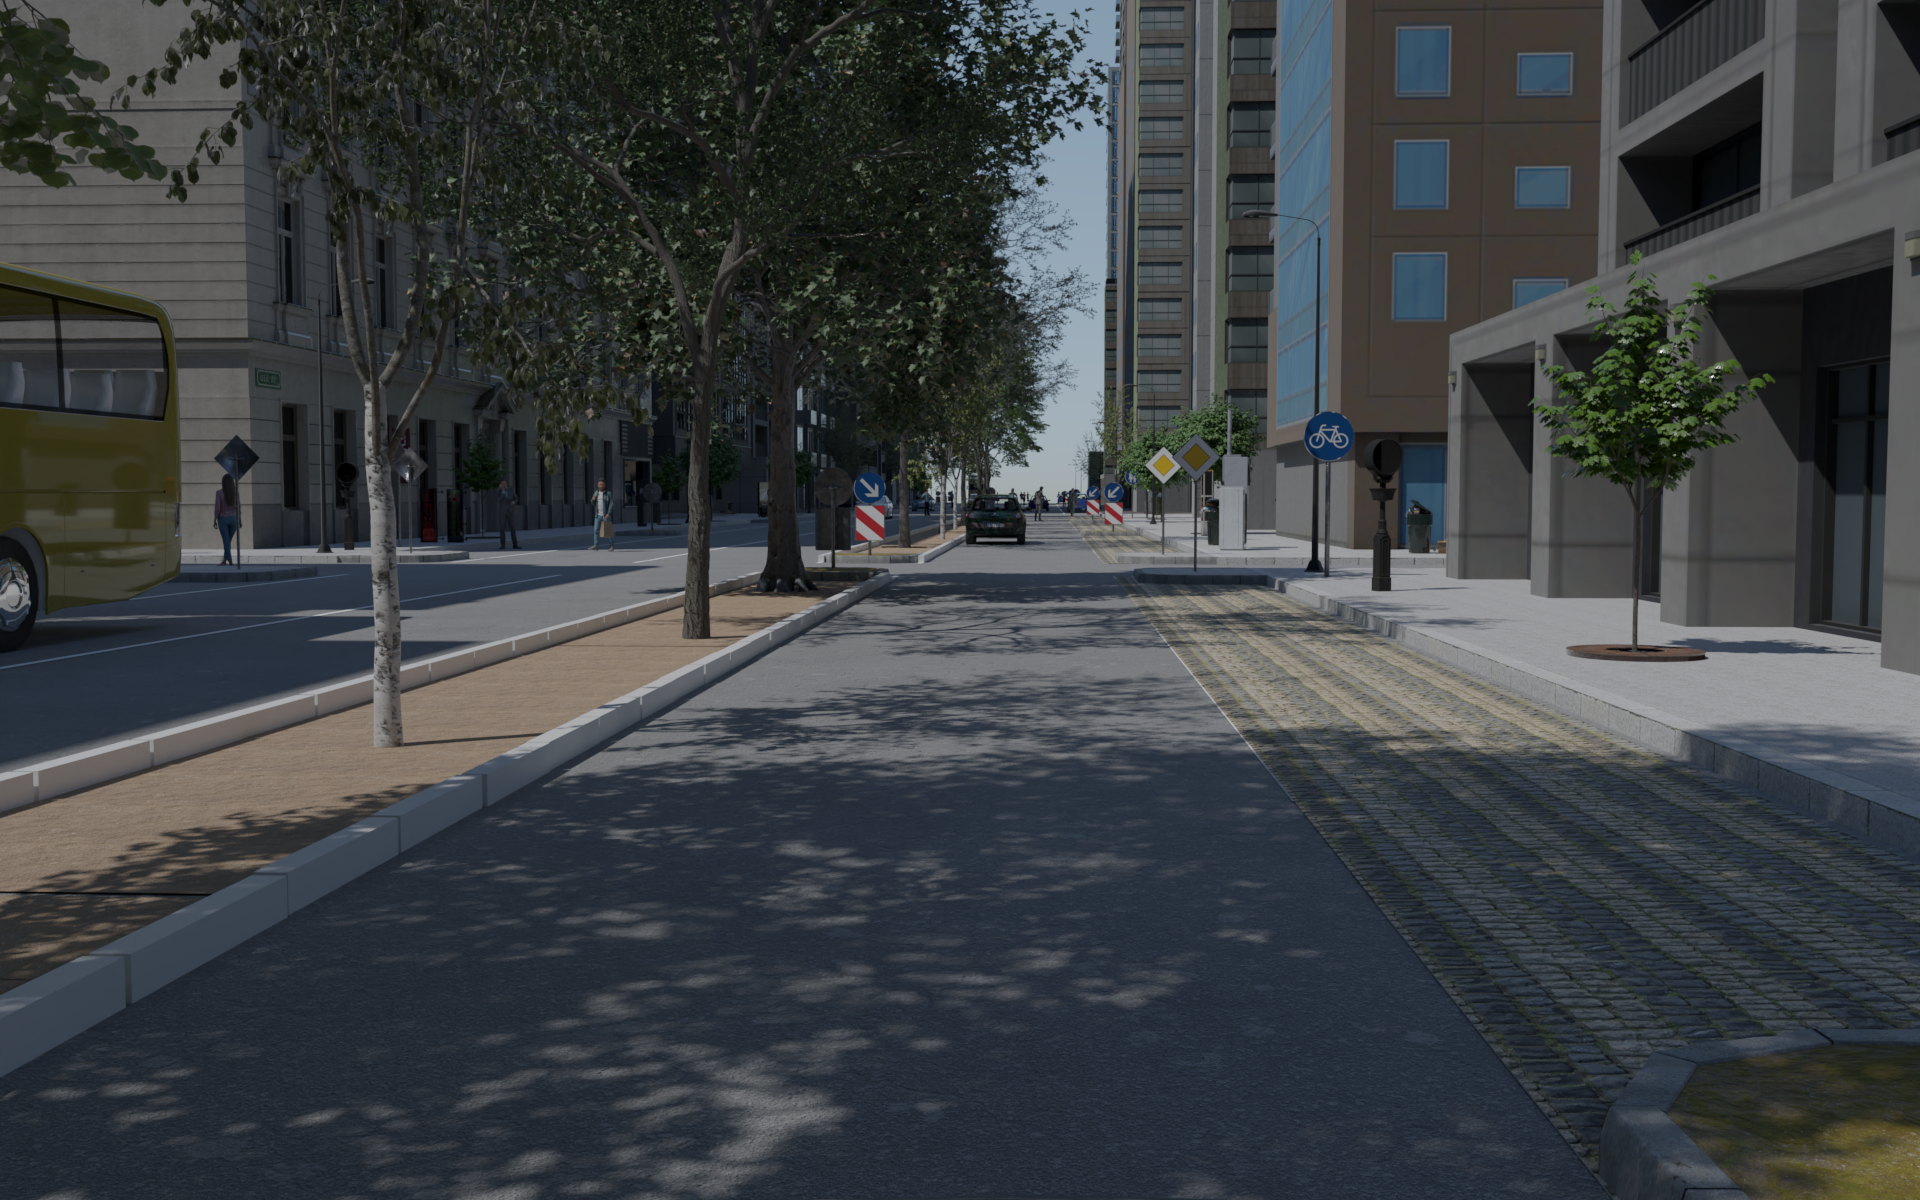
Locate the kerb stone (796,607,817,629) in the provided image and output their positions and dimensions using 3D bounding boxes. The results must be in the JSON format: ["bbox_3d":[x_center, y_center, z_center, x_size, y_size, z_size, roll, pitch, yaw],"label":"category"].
[{"bbox_3d":[-1.693,0.215,18.692,0.120,0.150,1.000,0,4,3],"label":"kerb stone"}]

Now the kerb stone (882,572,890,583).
[{"bbox_3d":[-1.234,-0.347,27.902,0.120,0.150,1.000,0,4,3],"label":"kerb stone"}]

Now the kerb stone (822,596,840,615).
[{"bbox_3d":[-1.588,0.090,20.734,0.120,0.150,1.000,0,4,3],"label":"kerb stone"}]

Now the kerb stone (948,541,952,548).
[{"bbox_3d":[-0.367,-1.383,44.814,0.120,0.150,1.000,0,4,3],"label":"kerb stone"}]

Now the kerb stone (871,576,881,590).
[{"bbox_3d":[-1.327,-0.217,25.850,0.120,0.150,1.000,0,4,3],"label":"kerb stone"}]

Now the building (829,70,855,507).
[{"bbox_3d":[-19.993,-33.750,175.518,21.300,48.544,21.600,0,4,3],"label":"building"}]

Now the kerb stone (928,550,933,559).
[{"bbox_3d":[-0.730,-0.945,37.643,0.120,0.150,1.000,0,4,3],"label":"kerb stone"}]

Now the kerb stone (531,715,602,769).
[{"bbox_3d":[-2.158,0.779,9.461,0.120,0.150,1.000,0,4,3],"label":"kerb stone"}]

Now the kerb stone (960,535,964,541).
[{"bbox_3d":[-0.054,-1.752,50.957,0.120,0.150,1.000,0,4,3],"label":"kerb stone"}]

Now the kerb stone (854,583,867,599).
[{"bbox_3d":[-1.429,-0.094,23.808,0.120,0.150,1.000,0,4,3],"label":"kerb stone"}]

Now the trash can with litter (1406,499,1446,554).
[{"bbox_3d":[10.175,-1.592,37.415,1.055,1.170,0.624,1,4,12],"label":"trash can with litter"}]

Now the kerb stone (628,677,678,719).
[{"bbox_3d":[-2.054,0.654,11.503,0.120,0.150,1.000,0,4,3],"label":"kerb stone"}]

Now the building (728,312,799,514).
[{"bbox_3d":[-22.373,-41.846,122.441,20.563,71.187,20.611,0,4,3],"label":"building"}]

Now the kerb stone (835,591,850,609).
[{"bbox_3d":[-1.533,0.027,21.761,0.120,0.150,1.000,0,4,3],"label":"kerb stone"}]

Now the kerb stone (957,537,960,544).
[{"bbox_3d":[-0.164,-1.633,48.900,0.120,0.150,1.000,0,4,3],"label":"kerb stone"}]

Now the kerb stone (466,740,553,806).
[{"bbox_3d":[-2.201,0.841,8.440,0.120,0.150,1.000,0,4,3],"label":"kerb stone"}]

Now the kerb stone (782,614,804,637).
[{"bbox_3d":[-1.743,0.277,17.661,0.120,0.150,1.000,0,4,3],"label":"kerb stone"}]

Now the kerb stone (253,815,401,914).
[{"bbox_3d":[-2.318,0.970,6.388,0.120,0.150,1.000,0,4,3],"label":"kerb stone"}]

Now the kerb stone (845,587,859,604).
[{"bbox_3d":[-1.482,-0.036,22.787,0.120,0.150,1.000,0,4,3],"label":"kerb stone"}]

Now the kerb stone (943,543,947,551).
[{"bbox_3d":[-0.468,-1.258,42.768,0.120,0.150,1.000,0,4,3],"label":"kerb stone"}]

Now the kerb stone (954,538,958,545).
[{"bbox_3d":[-0.207,-1.570,47.879,0.120,0.150,1.000,0,4,3],"label":"kerb stone"}]

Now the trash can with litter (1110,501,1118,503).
[{"bbox_3d":[9.883,-6.014,109.710,0.624,1.170,1.055,-1,4,-15],"label":"trash can with litter"}]

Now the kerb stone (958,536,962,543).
[{"bbox_3d":[-0.109,-1.695,49.929,0.120,0.150,1.000,0,4,3],"label":"kerb stone"}]

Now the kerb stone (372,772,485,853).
[{"bbox_3d":[-2.267,0.904,7.416,0.120,0.150,1.000,0,4,3],"label":"kerb stone"}]

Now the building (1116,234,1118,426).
[{"bbox_3d":[23.310,-32.252,177.432,14.600,45.320,14.200,0,4,3],"label":"building"}]

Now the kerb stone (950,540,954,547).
[{"bbox_3d":[-0.317,-1.444,45.835,0.120,0.150,1.000,0,4,3],"label":"kerb stone"}]

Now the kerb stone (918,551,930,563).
[{"bbox_3d":[-0.783,-0.882,36.609,0.120,0.150,1.000,0,4,3],"label":"kerb stone"}]

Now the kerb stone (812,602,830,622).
[{"bbox_3d":[-1.635,0.153,19.713,0.120,0.150,1.000,0,4,3],"label":"kerb stone"}]

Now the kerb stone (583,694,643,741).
[{"bbox_3d":[-2.111,0.716,10.482,0.120,0.150,1.000,0,4,3],"label":"kerb stone"}]

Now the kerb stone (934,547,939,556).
[{"bbox_3d":[-0.634,-1.070,39.687,0.120,0.150,1.000,0,4,3],"label":"kerb stone"}]

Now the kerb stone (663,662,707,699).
[{"bbox_3d":[-2.010,0.591,12.526,0.120,0.150,1.000,0,4,3],"label":"kerb stone"}]

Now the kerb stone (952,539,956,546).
[{"bbox_3d":[-0.270,-1.508,46.859,0.120,0.150,1.000,0,4,3],"label":"kerb stone"}]

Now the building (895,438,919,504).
[{"bbox_3d":[-16.844,-41.859,226.390,21.231,58.520,28.212,0,4,3],"label":"building"}]

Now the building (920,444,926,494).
[{"bbox_3d":[-16.347,-38.401,251.560,21.300,48.544,21.600,0,4,3],"label":"building"}]

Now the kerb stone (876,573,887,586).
[{"bbox_3d":[-1.276,-0.287,26.881,0.120,0.150,1.000,0,4,3],"label":"kerb stone"}]

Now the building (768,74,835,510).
[{"bbox_3d":[-22.905,-32.418,149.638,23.786,49.044,30.456,0,4,3],"label":"building"}]

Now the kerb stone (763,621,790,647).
[{"bbox_3d":[-1.794,0.341,16.640,0.120,0.150,1.000,0,4,3],"label":"kerb stone"}]

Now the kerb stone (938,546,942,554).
[{"bbox_3d":[-0.581,-1.132,40.708,0.120,0.150,1.000,0,4,3],"label":"kerb stone"}]

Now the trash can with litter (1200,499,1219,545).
[{"bbox_3d":[6.551,-1.965,43.515,0.624,1.170,1.055,3,5,43],"label":"trash can with litter"}]

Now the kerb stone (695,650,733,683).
[{"bbox_3d":[-1.952,0.528,13.555,0.120,0.150,1.000,0,4,3],"label":"kerb stone"}]

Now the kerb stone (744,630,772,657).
[{"bbox_3d":[-1.855,0.406,15.612,0.120,0.150,1.000,0,4,3],"label":"kerb stone"}]

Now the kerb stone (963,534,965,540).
[{"bbox_3d":[-0.011,-1.821,51.983,0.120,0.150,1.000,0,4,3],"label":"kerb stone"}]

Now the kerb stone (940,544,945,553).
[{"bbox_3d":[-0.520,-1.195,41.737,0.120,0.150,1.000,0,4,3],"label":"kerb stone"}]

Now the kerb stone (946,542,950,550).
[{"bbox_3d":[-0.417,-1.319,43.788,0.120,0.150,1.000,0,4,3],"label":"kerb stone"}]

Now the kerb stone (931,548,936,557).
[{"bbox_3d":[-0.686,-1.003,38.667,0.120,0.150,1.000,0,4,3],"label":"kerb stone"}]

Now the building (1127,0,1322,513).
[{"bbox_3d":[20.855,-30.111,142.418,14.600,45.320,14.200,0,4,3],"label":"building"}]

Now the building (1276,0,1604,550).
[{"bbox_3d":[16.089,-24.134,44.709,14.200,45.320,14.600,0,4,3],"label":"building"}]

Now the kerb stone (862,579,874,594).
[{"bbox_3d":[-1.380,-0.158,24.829,0.120,0.150,1.000,0,4,3],"label":"kerb stone"}]

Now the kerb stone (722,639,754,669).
[{"bbox_3d":[-1.899,0.471,14.581,0.120,0.150,1.000,0,4,3],"label":"kerb stone"}]

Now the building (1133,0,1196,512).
[{"bbox_3d":[19.910,-27.205,128.403,14.154,41.232,14.086,0,4,3],"label":"building"}]
